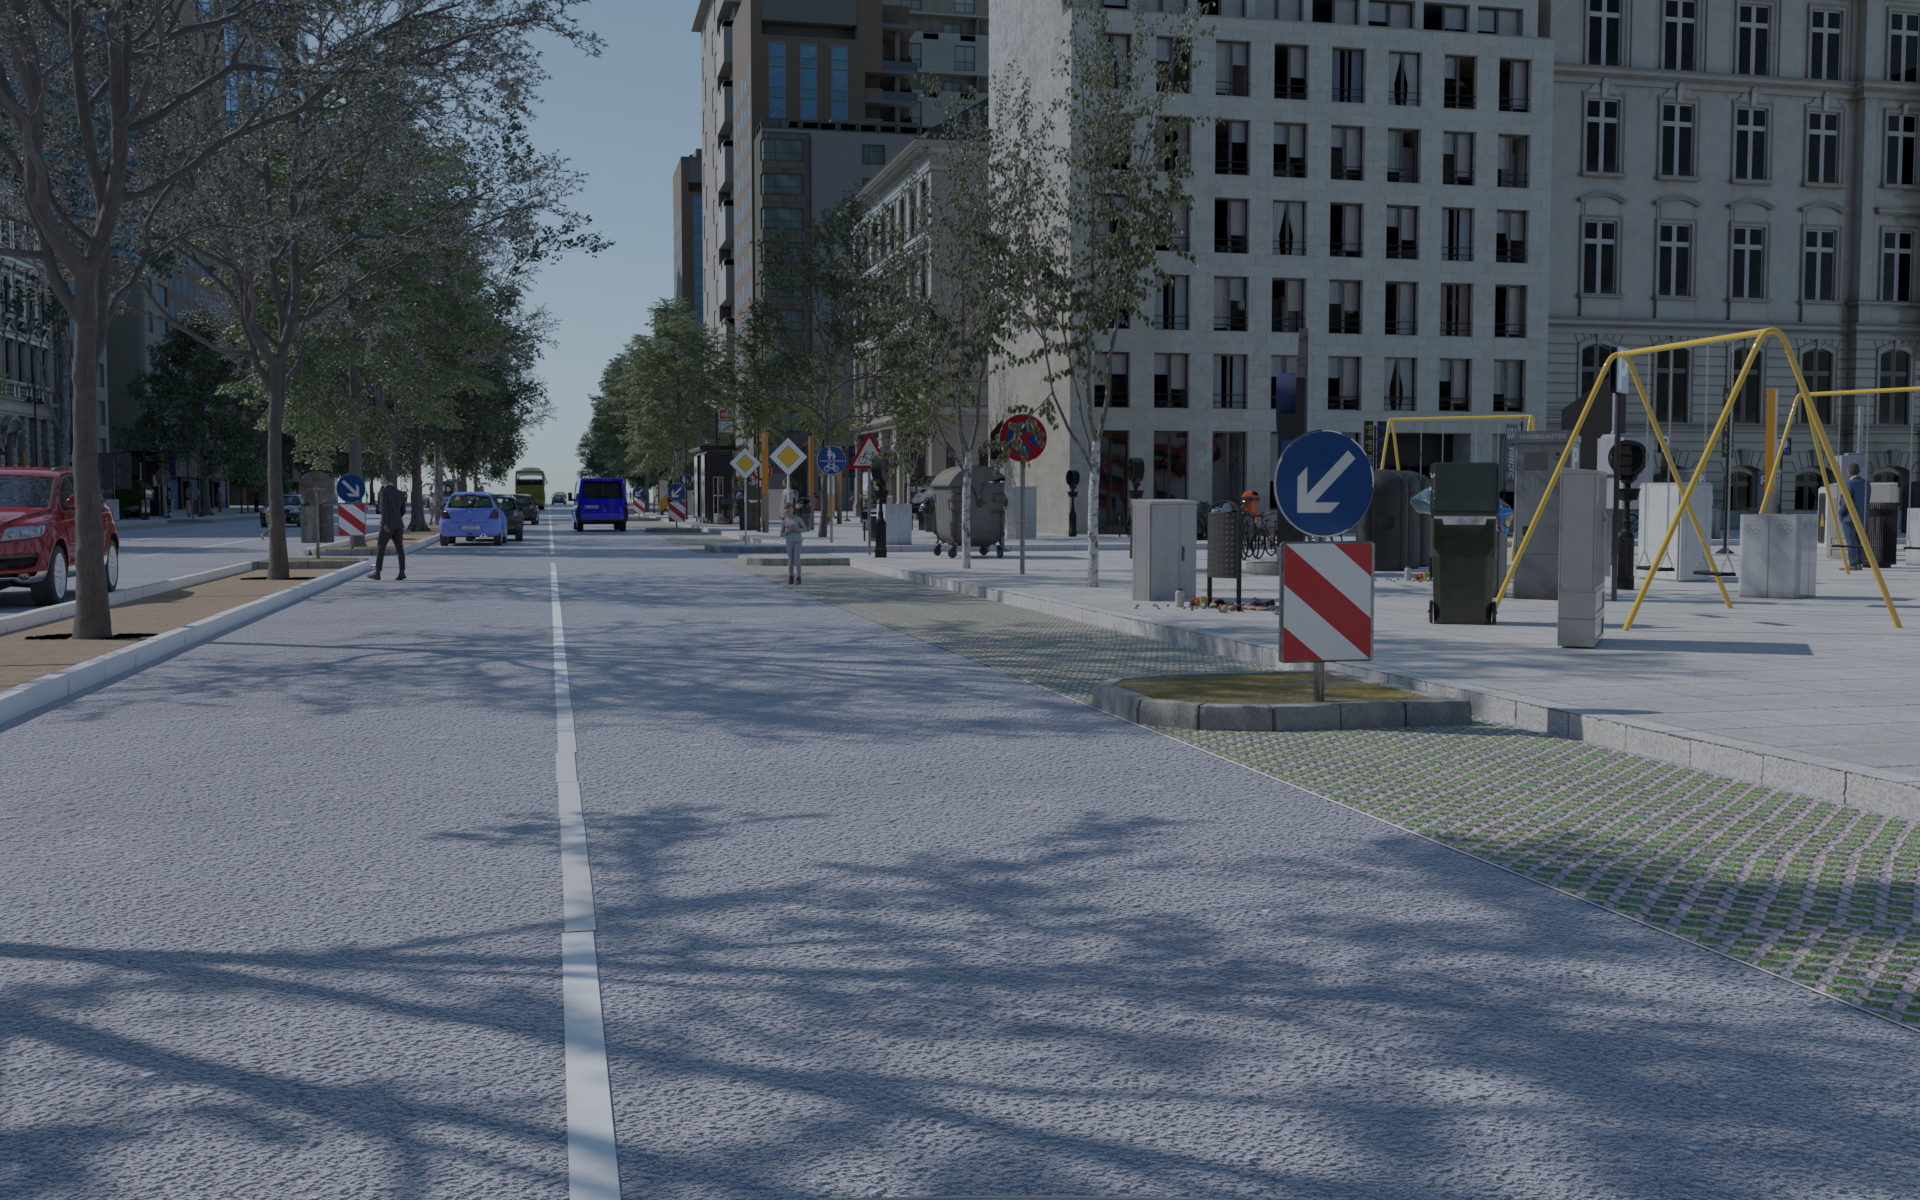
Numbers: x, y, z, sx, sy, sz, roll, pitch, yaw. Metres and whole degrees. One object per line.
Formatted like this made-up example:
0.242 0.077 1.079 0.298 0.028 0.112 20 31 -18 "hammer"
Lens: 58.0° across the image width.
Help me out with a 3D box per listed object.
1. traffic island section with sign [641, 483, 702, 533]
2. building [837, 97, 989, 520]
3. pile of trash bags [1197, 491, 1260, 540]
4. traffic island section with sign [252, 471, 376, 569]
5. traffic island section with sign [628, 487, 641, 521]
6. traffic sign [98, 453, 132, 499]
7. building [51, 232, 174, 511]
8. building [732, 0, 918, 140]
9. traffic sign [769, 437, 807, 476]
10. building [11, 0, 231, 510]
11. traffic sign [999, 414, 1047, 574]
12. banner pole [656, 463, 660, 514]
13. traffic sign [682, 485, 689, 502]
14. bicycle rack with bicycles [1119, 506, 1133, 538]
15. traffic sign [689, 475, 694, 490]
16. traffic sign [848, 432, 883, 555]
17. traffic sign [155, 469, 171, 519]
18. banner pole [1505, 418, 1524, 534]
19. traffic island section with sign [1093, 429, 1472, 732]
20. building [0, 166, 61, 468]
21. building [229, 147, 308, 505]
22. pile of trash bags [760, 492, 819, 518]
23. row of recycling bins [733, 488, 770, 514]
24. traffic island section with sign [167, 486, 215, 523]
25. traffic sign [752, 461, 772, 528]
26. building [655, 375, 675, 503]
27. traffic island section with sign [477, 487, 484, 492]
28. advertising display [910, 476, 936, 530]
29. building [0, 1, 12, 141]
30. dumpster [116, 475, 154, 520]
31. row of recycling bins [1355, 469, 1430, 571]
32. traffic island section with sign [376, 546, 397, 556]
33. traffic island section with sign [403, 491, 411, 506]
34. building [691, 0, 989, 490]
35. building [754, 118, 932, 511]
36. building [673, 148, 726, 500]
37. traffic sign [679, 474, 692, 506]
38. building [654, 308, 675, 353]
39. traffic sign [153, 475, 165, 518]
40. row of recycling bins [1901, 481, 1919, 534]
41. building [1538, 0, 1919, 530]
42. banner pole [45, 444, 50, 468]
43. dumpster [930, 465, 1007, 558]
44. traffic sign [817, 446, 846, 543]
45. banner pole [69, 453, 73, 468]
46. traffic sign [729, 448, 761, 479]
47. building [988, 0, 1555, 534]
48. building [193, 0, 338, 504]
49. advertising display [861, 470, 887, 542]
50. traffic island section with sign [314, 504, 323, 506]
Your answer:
-10.775 -3.442 64.897 1.989 1.847 2.006 -1 4 -13 "traffic island section with sign"
-1.663 -15.291 100.917 10.553 20.767 40.483 -1 4 -13 "building"
7.556 -2.409 49.136 1.912 1.369 3.447 3 4 37 "pile of trash bags"
-12.626 -1.569 33.798 2.006 1.907 1.989 -1 4 -13 "traffic island section with sign"
-17.145 -5.081 91.699 1.989 1.847 2.006 -1 4 -13 "traffic island section with sign"
-42.045 -5.598 85.393 2.265 3.308 0.079 0 4 -7 "traffic sign"
-72.552 -16.799 119.696 27.650 21.520 28.899 -1 4 -13 "building"
-12.091 -30.668 151.531 14.600 45.320 14.200 -1 4 -13 "building"
-3.507 -2.045 35.628 0.795 2.593 0.064 -1 4 -13 "traffic sign"
-74.421 -30.918 155.621 14.600 45.320 14.200 -1 4 -13 "building"
0.997 -1.681 27.587 0.768 2.556 0.104 0 4 -5 "traffic sign"
-19.367 -7.484 112.386 0.863 3.779 0.401 -3 4 -38 "banner pole"
-18.134 -6.926 113.241 0.884 2.594 0.081 -1 4 -13 "traffic sign"
5.810 -2.358 51.940 2.852 0.926 2.925 0 4 6 "bicycle rack with bicycles"
-17.614 -6.987 114.241 0.884 2.594 0.081 -1 4 -9 "traffic sign"
-1.910 -2.230 36.460 0.884 2.594 0.081 0 4 -6 "traffic sign"
-41.194 -5.469 89.532 0.768 2.556 0.104 -1 4 -10 "traffic sign"
17.593 -3.967 54.871 0.863 3.779 0.401 -1 4 -22 "banner pole"
1.959 -0.167 11.360 1.989 1.847 2.006 -1 4 -13 "traffic island section with sign"
-58.909 -16.422 97.379 11.050 23.489 19.941 -1 4 -13 "building"
-91.062 -33.949 209.682 22.147 44.769 28.867 -1 4 -13 "building"
-9.266 -5.194 94.672 3.447 1.369 1.912 -2 4 -35 "pile of trash bags"
-13.056 -6.171 108.009 1.069 1.692 3.534 3 5 41 "row of recycling bins"
-38.523 -4.786 86.876 1.989 1.847 2.006 -1 4 -13 "traffic island section with sign"
-7.546 -4.029 65.977 0.768 2.556 0.104 0 4 -6 "traffic sign"
-29.328 -24.719 249.195 27.650 21.520 28.899 -1 4 -13 "building"
-31.716 -6.482 114.114 2.006 1.907 1.989 -1 4 -13 "traffic island section with sign"
-1.281 -3.423 61.183 0.974 1.923 0.123 1 4 15 "advertising display"
-71.025 -30.076 141.858 14.600 45.320 14.200 -1 4 -13 "building"
-42.762 -5.330 89.646 1.502 2.255 1.985 -1 4 -13 "dumpster"
7.647 -1.416 30.268 1.069 1.692 3.534 2 4 23 "row of recycling bins"
-14.330 -2.010 41.007 2.006 1.907 1.989 -1 4 -13 "traffic island section with sign"
-69.116 -12.660 215.615 1.989 1.847 2.006 -1 4 -13 "traffic island section with sign"
-11.059 -35.700 172.934 28.713 52.752 27.495 -1 4 -13 "building"
-9.488 -22.388 137.747 14.160 30.474 14.107 -1 4 -13 "building"
-29.701 -35.194 225.529 14.600 45.320 14.200 -1 4 -13 "building"
-17.018 -6.562 107.387 0.768 2.556 0.104 0 4 -7 "traffic sign"
-40.371 -30.392 268.615 14.160 30.474 14.107 -1 4 -13 "building"
-42.152 -5.448 91.197 0.606 2.300 0.079 0 4 -7 "traffic sign"
31.718 -3.070 57.309 1.069 1.692 3.534 2 4 29 "row of recycling bins"
35.465 -15.251 68.440 34.723 24.649 14.460 -1 4 -13 "building"
-45.860 -5.940 87.133 0.401 3.779 0.863 -3 5 -39 "banner pole"
0.187 -1.810 35.346 1.264 1.857 1.865 -1 4 -13 "dumpster"
-3.391 -2.784 45.621 0.768 2.556 0.104 -1 4 -12 "traffic sign"
-47.484 -6.297 92.973 0.401 3.779 0.863 3 4 36 "banner pole"
-5.353 -2.520 43.397 0.795 2.593 0.064 -1 4 -13 "traffic sign"
10.451 -12.630 61.249 16.860 20.320 10.420 -1 4 -13 "building"
-97.821 -56.582 237.788 22.319 86.520 31.000 -1 4 -13 "building"
-2.322 -2.540 46.736 0.123 1.923 0.974 -3 5 -40 "advertising display"
-49.871 -7.707 134.641 1.989 1.847 2.006 -1 4 -13 "traffic island section with sign"
